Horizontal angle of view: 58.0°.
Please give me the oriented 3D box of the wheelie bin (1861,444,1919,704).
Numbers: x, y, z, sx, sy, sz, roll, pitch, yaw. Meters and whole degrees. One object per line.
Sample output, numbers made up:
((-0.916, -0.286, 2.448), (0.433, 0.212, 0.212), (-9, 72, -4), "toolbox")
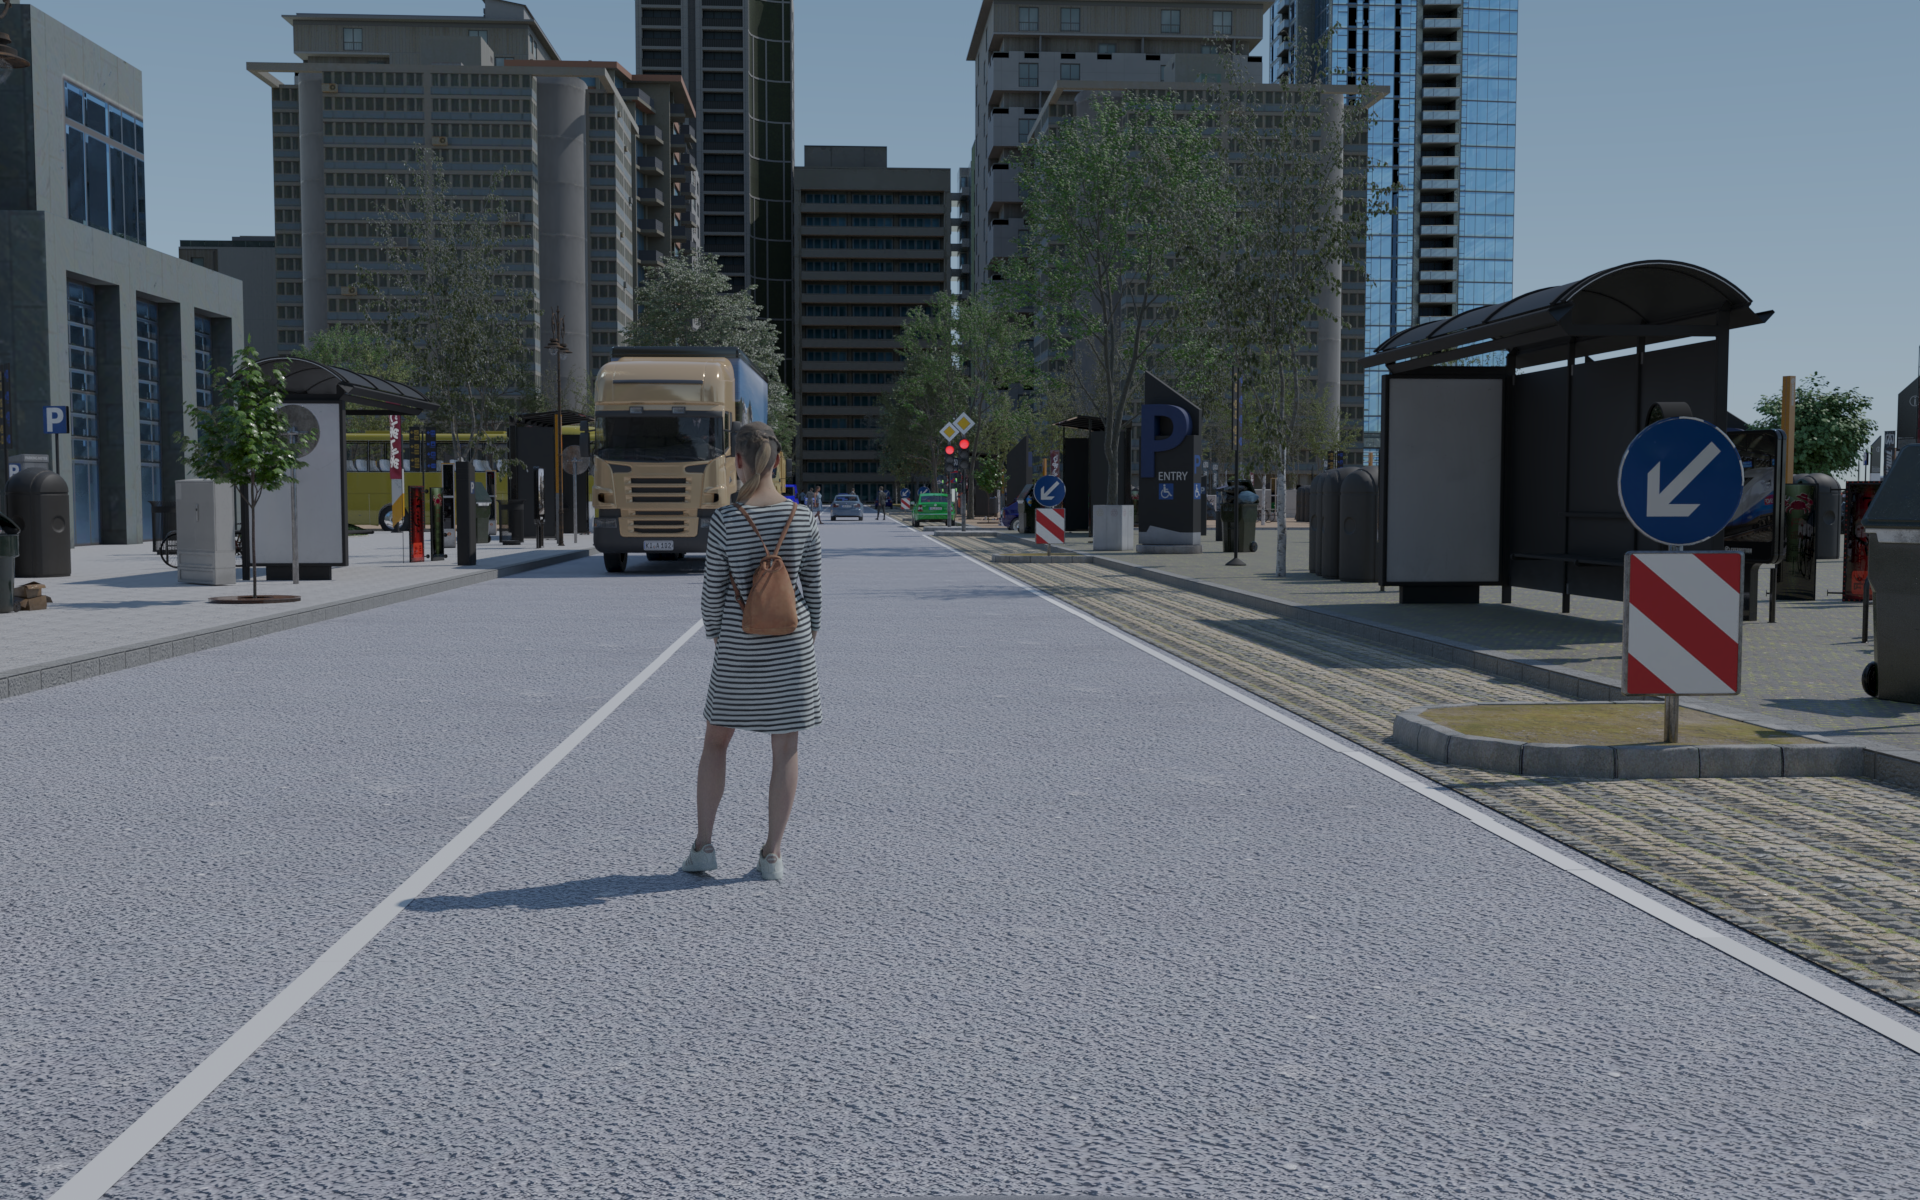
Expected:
((6.047, -0.171, 10.697), (0.693, 1.594, 0.980), (-1, 4, -21), "wheelie bin")

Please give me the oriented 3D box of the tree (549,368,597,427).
((-21.034, -9.257, 101.715), (4.737, 8.622, 4.395), (0, 3, 0), "tree")

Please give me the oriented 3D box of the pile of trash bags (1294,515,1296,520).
((18.365, -4.691, 86.442), (3.447, 1.369, 1.912), (2, 4, 34), "pile of trash bags")

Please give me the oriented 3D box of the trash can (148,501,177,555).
((-16.787, -1.531, 36.693), (0.748, 1.137, 0.748), (0, 3, 0), "trash can")

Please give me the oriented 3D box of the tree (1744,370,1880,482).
((22.580, -3.813, 46.057), (4.285, 4.588, 4.351), (0, 3, 0), "tree")

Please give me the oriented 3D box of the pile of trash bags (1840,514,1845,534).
((28.905, -2.790, 55.369), (3.447, 1.369, 1.912), (1, 4, 14), "pile of trash bags")

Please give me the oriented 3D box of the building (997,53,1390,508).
((19.592, -28.458, 157.176), (32.217, 40.220, 23.993), (0, 4, -4), "building")

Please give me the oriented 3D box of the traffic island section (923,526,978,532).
((-0.392, -2.756, 67.341), (2.009, 0.180, 2.903), (0, 4, -4), "traffic island section")

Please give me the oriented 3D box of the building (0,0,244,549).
((-36.356, -44.357, 37.909), (31.000, 86.520, 22.319), (0, 4, -4), "building")

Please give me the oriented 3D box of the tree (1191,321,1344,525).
((12.286, -7.378, 70.996), (4.737, 8.622, 4.395), (0, 3, 0), "tree")

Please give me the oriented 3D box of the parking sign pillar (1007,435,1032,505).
((2.736, -5.580, 79.706), (1.447, 3.967, 1.447), (-3, 5, -42), "parking sign pillar")

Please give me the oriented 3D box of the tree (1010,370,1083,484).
((5.460, -9.340, 103.067), (4.737, 8.622, 4.395), (0, 3, 0), "tree")

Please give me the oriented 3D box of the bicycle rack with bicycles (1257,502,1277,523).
((12.985, -3.930, 77.642), (2.925, 0.926, 2.852), (-1, 4, -14), "bicycle rack with bicycles")

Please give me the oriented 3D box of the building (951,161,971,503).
((13.505, -38.350, 246.630), (30.456, 49.044, 23.786), (0, 4, -4), "building")

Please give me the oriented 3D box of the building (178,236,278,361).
((-79.539, -26.099, 198.424), (14.107, 30.474, 14.160), (0, 4, -4), "building")

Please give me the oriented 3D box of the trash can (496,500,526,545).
((-11.295, -1.954, 43.594), (0.748, 1.137, 0.748), (0, 3, 0), "trash can")

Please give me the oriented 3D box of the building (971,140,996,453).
((8.203, -31.771, 203.054), (14.154, 41.232, 14.086), (0, 4, -4), "building")

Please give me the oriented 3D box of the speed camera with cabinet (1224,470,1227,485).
((20.887, -8.439, 132.314), (2.038, 3.252, 0.660), (2, 4, 31), "speed camera with cabinet")

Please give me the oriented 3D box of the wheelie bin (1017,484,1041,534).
((2.262, -2.975, 56.549), (0.693, 1.594, 0.980), (-1, 4, -19), "wheelie bin")

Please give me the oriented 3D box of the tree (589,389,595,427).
((-21.955, -8.919, 96.195), (4.360, 8.622, 3.978), (0, 3, 0), "tree")

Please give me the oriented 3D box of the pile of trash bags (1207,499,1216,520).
((10.805, -4.611, 85.148), (3.447, 1.369, 1.912), (-1, 4, -10), "pile of trash bags")

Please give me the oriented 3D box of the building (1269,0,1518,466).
((50.444, -54.370, 201.613), (31.000, 86.520, 22.319), (0, 4, -4), "building")

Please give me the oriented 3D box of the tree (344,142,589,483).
((-10.578, -5.260, 36.356), (4.360, 8.622, 3.978), (0, 3, 0), "tree")

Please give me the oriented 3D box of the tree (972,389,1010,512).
((2.688, -10.452, 121.258), (4.737, 8.622, 4.395), (0, 3, 0), "tree")

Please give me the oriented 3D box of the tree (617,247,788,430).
((-13.075, -11.168, 89.259), (9.857, 13.997, 8.962), (0, 3, 0), "tree")

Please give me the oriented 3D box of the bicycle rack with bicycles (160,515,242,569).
((-13.012, -1.093, 31.249), (2.925, 0.926, 2.852), (-2, 4, -32), "bicycle rack with bicycles")

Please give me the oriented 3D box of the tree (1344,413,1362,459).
((23.816, -9.956, 113.150), (4.737, 8.622, 4.395), (0, 3, 0), "tree")

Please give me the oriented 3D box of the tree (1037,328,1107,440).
((5.645, -7.410, 71.509), (4.360, 8.622, 3.978), (0, 3, 0), "tree")

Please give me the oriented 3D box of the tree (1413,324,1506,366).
((20.104, -7.497, 72.933), (4.737, 8.622, 4.395), (0, 3, 0), "tree")

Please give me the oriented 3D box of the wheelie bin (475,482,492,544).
((-12.641, -2.267, 44.968), (0.693, 1.594, 0.980), (2, 4, 25), "wheelie bin")

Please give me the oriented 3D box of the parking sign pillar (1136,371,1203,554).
((4.544, -2.997, 37.477), (1.447, 3.967, 1.447), (2, 4, 32), "parking sign pillar")

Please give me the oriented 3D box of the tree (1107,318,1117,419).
((7.384, -6.452, 55.848), (4.360, 8.622, 3.978), (0, 3, 0), "tree")

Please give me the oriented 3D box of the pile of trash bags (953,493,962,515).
((0.346, -6.012, 108.053), (1.912, 1.369, 3.447), (1, 4, 10), "pile of trash bags")

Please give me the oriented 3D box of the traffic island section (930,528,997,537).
((0.148, -2.269, 59.374), (2.009, 0.180, 2.903), (0, 4, -4), "traffic island section")

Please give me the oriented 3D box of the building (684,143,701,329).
((-37.401, -31.661, 201.259), (14.086, 41.232, 14.154), (0, 4, -4), "building")

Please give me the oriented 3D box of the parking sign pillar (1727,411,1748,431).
((22.731, -3.814, 50.823), (1.447, 3.967, 1.447), (3, 5, 39), "parking sign pillar")

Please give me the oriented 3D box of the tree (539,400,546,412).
((-29.780, -10.735, 125.878), (4.737, 8.622, 4.395), (0, 3, 0), "tree")

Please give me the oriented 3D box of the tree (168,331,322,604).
((-8.350, -1.596, 20.695), (1.663, 3.219, 1.824), (0, 3, 0), "tree")

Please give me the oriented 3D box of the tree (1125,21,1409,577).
((4.749, -4.666, 26.654), (4.360, 8.622, 3.978), (0, 3, 0), "tree")

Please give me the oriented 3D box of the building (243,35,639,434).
((-41.734, -28.102, 151.354), (32.217, 40.220, 23.993), (0, 4, -4), "building")

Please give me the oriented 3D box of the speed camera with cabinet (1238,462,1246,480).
((17.952, -6.857, 106.449), (2.038, 3.252, 0.660), (3, 4, 39), "speed camera with cabinet")

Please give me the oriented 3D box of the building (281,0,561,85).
((-58.321, -36.884, 192.288), (27.495, 52.752, 28.713), (0, 4, -4), "building")

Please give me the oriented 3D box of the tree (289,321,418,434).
((-36.440, -10.857, 103.270), (9.928, 11.665, 9.643), (0, 3, 0), "tree")

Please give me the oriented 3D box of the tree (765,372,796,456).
((-17.445, -13.222, 141.935), (9.928, 11.665, 9.643), (0, 3, 0), "tree")

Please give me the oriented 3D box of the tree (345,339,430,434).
((-26.791, -7.971, 80.682), (4.737, 8.622, 4.395), (0, 3, 0), "tree")

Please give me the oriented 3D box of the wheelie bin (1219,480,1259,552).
((6.171, -1.854, 38.219), (0.980, 1.594, 0.693), (3, 5, 44), "wheelie bin")

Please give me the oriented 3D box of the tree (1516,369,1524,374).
((26.296, -8.370, 87.218), (4.737, 8.622, 4.395), (0, 3, 0), "tree")

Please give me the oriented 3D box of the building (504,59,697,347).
((-38.707, -32.002, 177.860), (22.147, 44.769, 28.867), (0, 4, -4), "building")

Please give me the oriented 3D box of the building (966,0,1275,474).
((15.923, -36.281, 182.424), (28.713, 52.752, 27.495), (0, 4, -4), "building")

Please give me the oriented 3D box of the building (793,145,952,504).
((-12.422, -37.931, 243.877), (21.600, 48.544, 21.300), (0, 4, -4), "building")

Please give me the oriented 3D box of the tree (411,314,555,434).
((-23.931, -9.384, 87.842), (7.601, 10.594, 8.767), (0, 4, -2), "tree")

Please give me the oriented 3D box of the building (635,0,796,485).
((-33.374, -49.050, 240.218), (20.611, 71.187, 20.563), (0, 4, -4), "building")

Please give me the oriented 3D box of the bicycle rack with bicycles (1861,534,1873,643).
((8.817, -0.081, 14.707), (2.925, 0.926, 2.852), (-2, 4, -34), "bicycle rack with bicycles")
